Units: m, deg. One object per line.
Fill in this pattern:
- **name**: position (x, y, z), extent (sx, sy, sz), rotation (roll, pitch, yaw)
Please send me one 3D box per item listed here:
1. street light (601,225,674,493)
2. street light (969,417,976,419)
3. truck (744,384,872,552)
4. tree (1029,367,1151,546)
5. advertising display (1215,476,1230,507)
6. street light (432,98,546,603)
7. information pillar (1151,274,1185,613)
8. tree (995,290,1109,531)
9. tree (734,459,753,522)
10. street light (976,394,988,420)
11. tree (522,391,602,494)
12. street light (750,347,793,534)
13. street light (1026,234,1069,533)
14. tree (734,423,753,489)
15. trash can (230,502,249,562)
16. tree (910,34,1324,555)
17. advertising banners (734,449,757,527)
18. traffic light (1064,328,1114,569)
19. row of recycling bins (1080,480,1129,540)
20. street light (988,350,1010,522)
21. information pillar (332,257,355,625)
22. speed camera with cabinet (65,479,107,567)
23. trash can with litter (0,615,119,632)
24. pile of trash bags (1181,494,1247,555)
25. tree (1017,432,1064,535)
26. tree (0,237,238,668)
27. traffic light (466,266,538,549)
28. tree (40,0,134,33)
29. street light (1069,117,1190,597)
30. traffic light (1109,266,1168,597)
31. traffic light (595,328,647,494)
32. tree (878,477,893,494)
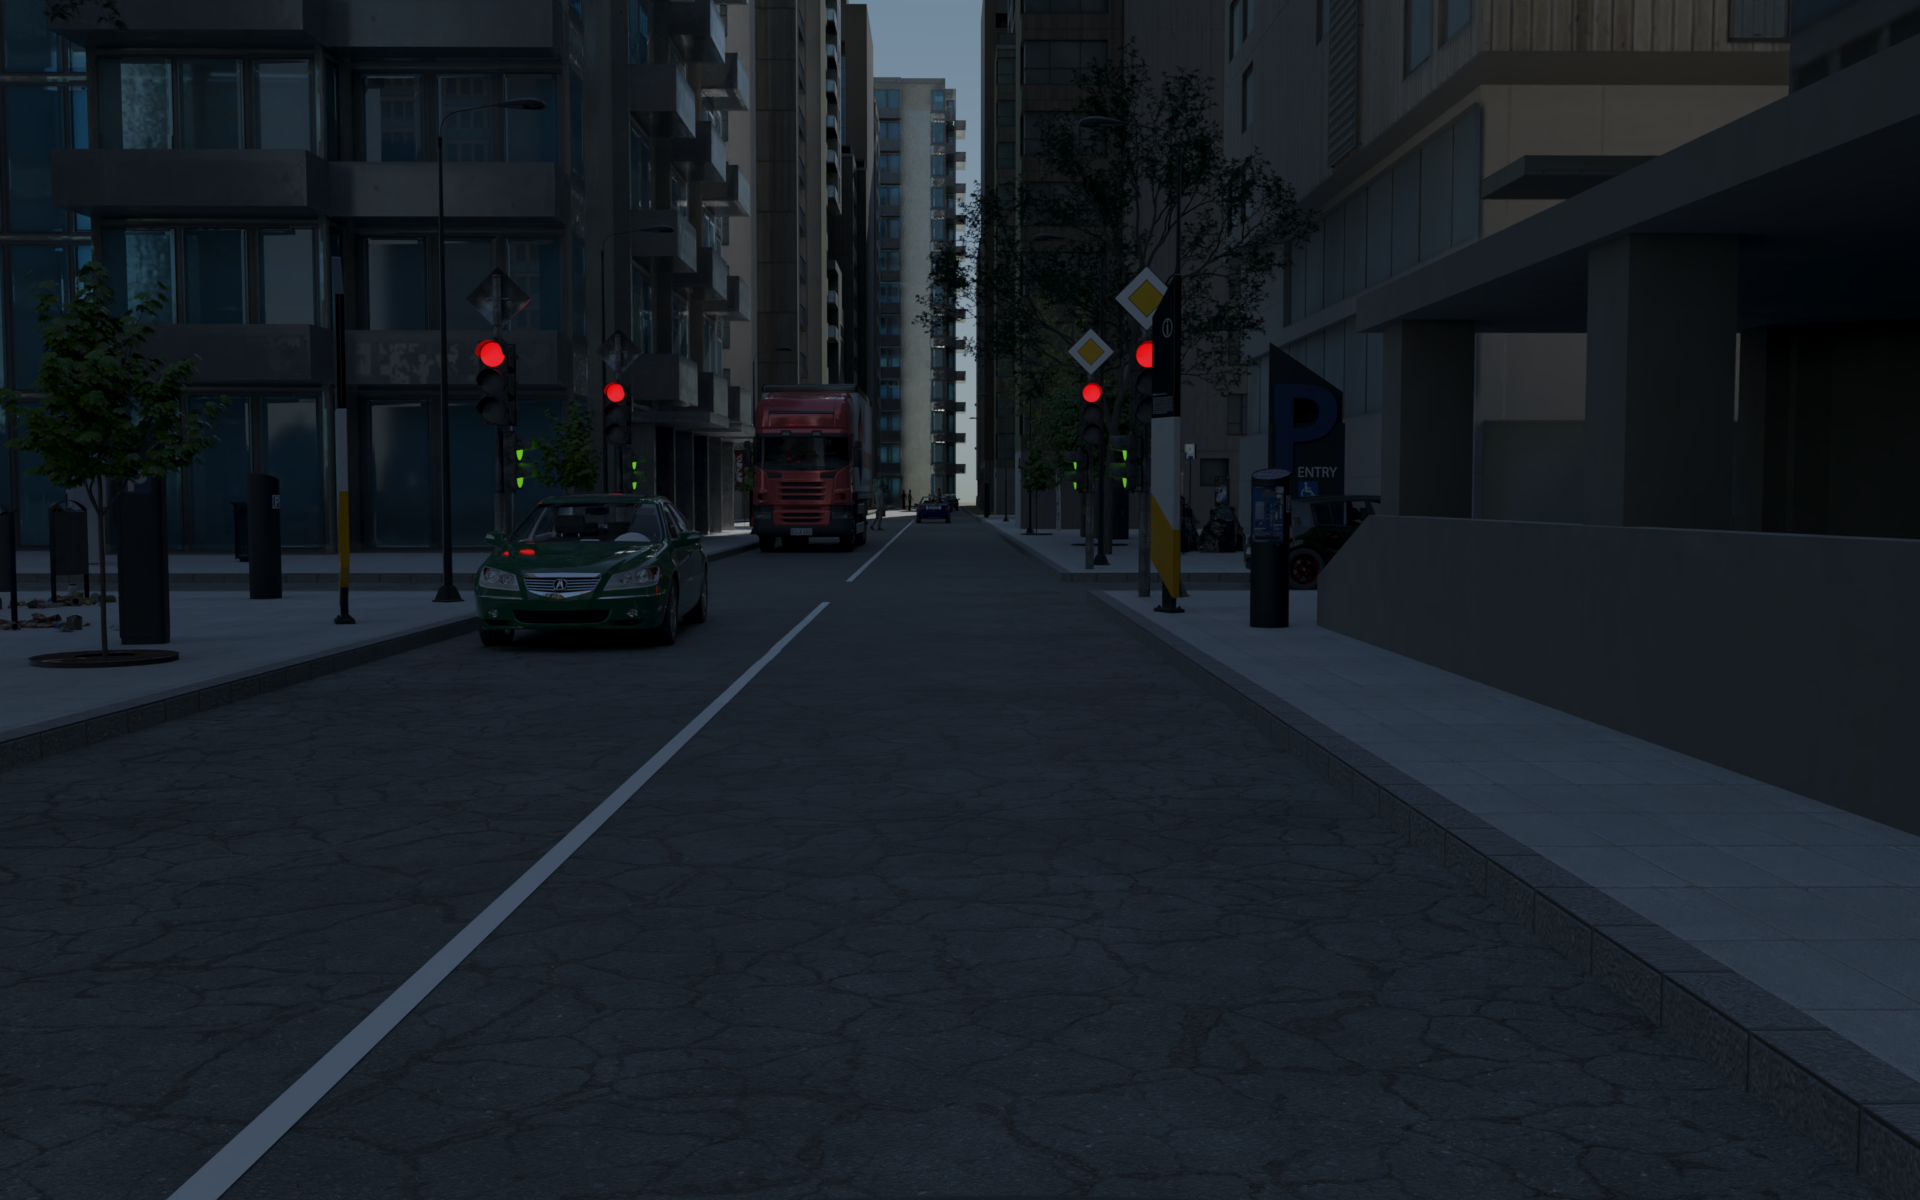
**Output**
- **street light**: position (-5.640, -3.519, 30.081), extent (1.470, 5.913, 1.316), rotation (0, 4, -1)
- **street light**: position (1.256, -8.079, 104.635), extent (1.470, 5.913, 1.316), rotation (0, 4, -1)
- **truck**: position (-3.835, -3.518, 46.429), extent (2.839, 4.237, 11.283), rotation (0, 4, 0)
- **tree**: position (3.415, -3.637, 43.184), extent (4.285, 4.588, 4.351), rotation (0, 3, 0)
- **advertising display**: position (9.363, -3.465, 61.874), extent (0.123, 1.923, 0.974), rotation (-1, 4, -18)
- **street light**: position (-5.562, -2.932, 20.472), extent (1.470, 5.913, 1.316), rotation (0, 4, -1)
- **information pillar**: position (2.236, -1.677, 18.768), extent (0.183, 3.616, 0.504), rotation (-2, 4, -24)
- **tree**: position (3.344, -6.690, 59.739), extent (4.737, 8.622, 4.395), rotation (0, 3, 0)
- **tree**: position (-9.929, -5.208, 79.750), extent (1.663, 3.219, 1.824), rotation (0, 3, 0)
- **street light**: position (1.596, -6.584, 80.187), extent (1.470, 5.913, 1.316), rotation (0, 4, -1)
- **tree**: position (-7.224, -2.337, 32.816), extent (1.663, 3.219, 1.824), rotation (0, 3, 0)
- **street light**: position (-5.986, -5.041, 54.953), extent (1.470, 5.913, 1.316), rotation (0, 4, -1)
- **street light**: position (1.998, -3.581, 31.085), extent (1.470, 5.913, 1.316), rotation (0, 4, -1)
- **tree**: position (-7.955, -5.378, 71.641), extent (4.285, 4.588, 4.351), rotation (0, 3, 0)
- **trash can**: position (-13.410, -1.293, 32.788), extent (0.748, 1.137, 0.748), rotation (0, 3, 0)
- **tree**: position (3.061, -6.225, 36.193), extent (8.767, 10.594, 7.601), rotation (0, 4, 3)
- **advertising banners**: position (-8.103, -4.415, 68.378), extent (2.074, 3.025, 0.090), rotation (-3, 5, -44)
- **traffic light**: position (2.197, -2.482, 29.494), extent (0.839, 4.253, 0.868), rotation (0, 4, -1)
- **row of recycling bins**: position (4.226, -2.645, 50.364), extent (1.069, 1.692, 3.534), rotation (0, 4, -6)
- **street light**: position (1.731, -5.093, 55.819), extent (1.470, 5.913, 1.316), rotation (0, 4, -1)
- **information pillar**: position (-6.078, -1.569, 17.011), extent (0.183, 3.616, 0.504), rotation (-1, 4, -22)
- **speed camera with cabinet**: position (-15.728, -2.251, 31.139), extent (0.660, 3.252, 2.038), rotation (-2, 4, -30)
- **trash can with litter**: position (-8.987, -0.330, 16.458), extent (2.233, 1.210, 1.678), rotation (1, 4, 20)
- **pile of trash bags**: position (5.112, -1.730, 38.031), extent (1.912, 1.369, 3.447), rotation (2, 4, 24)
- **tree**: position (2.364, -3.636, 54.049), extent (1.663, 3.219, 1.824), rotation (0, 3, 0)
- **tree**: position (-6.581, -1.127, 13.022), extent (1.663, 3.219, 1.824), rotation (0, 3, 0)
- **traffic light**: position (-5.679, -1.987, 21.409), extent (0.839, 4.253, 0.868), rotation (0, 4, -1)
- **tree**: position (-6.600, -4.455, 7.247), extent (8.767, 10.594, 7.601), rotation (0, 3, 0)
- **street light**: position (2.160, -2.994, 21.495), extent (1.470, 5.913, 1.316), rotation (0, 4, -1)
- **traffic light**: position (2.282, -1.993, 21.509), extent (0.839, 4.253, 0.868), rotation (0, 4, -1)
- **traffic light**: position (-5.763, -2.475, 29.394), extent (0.839, 4.253, 0.868), rotation (0, 4, -1)
- **tree**: position (-8.141, -11.469, 182.112), extent (1.663, 3.219, 1.824), rotation (0, 3, 0)
